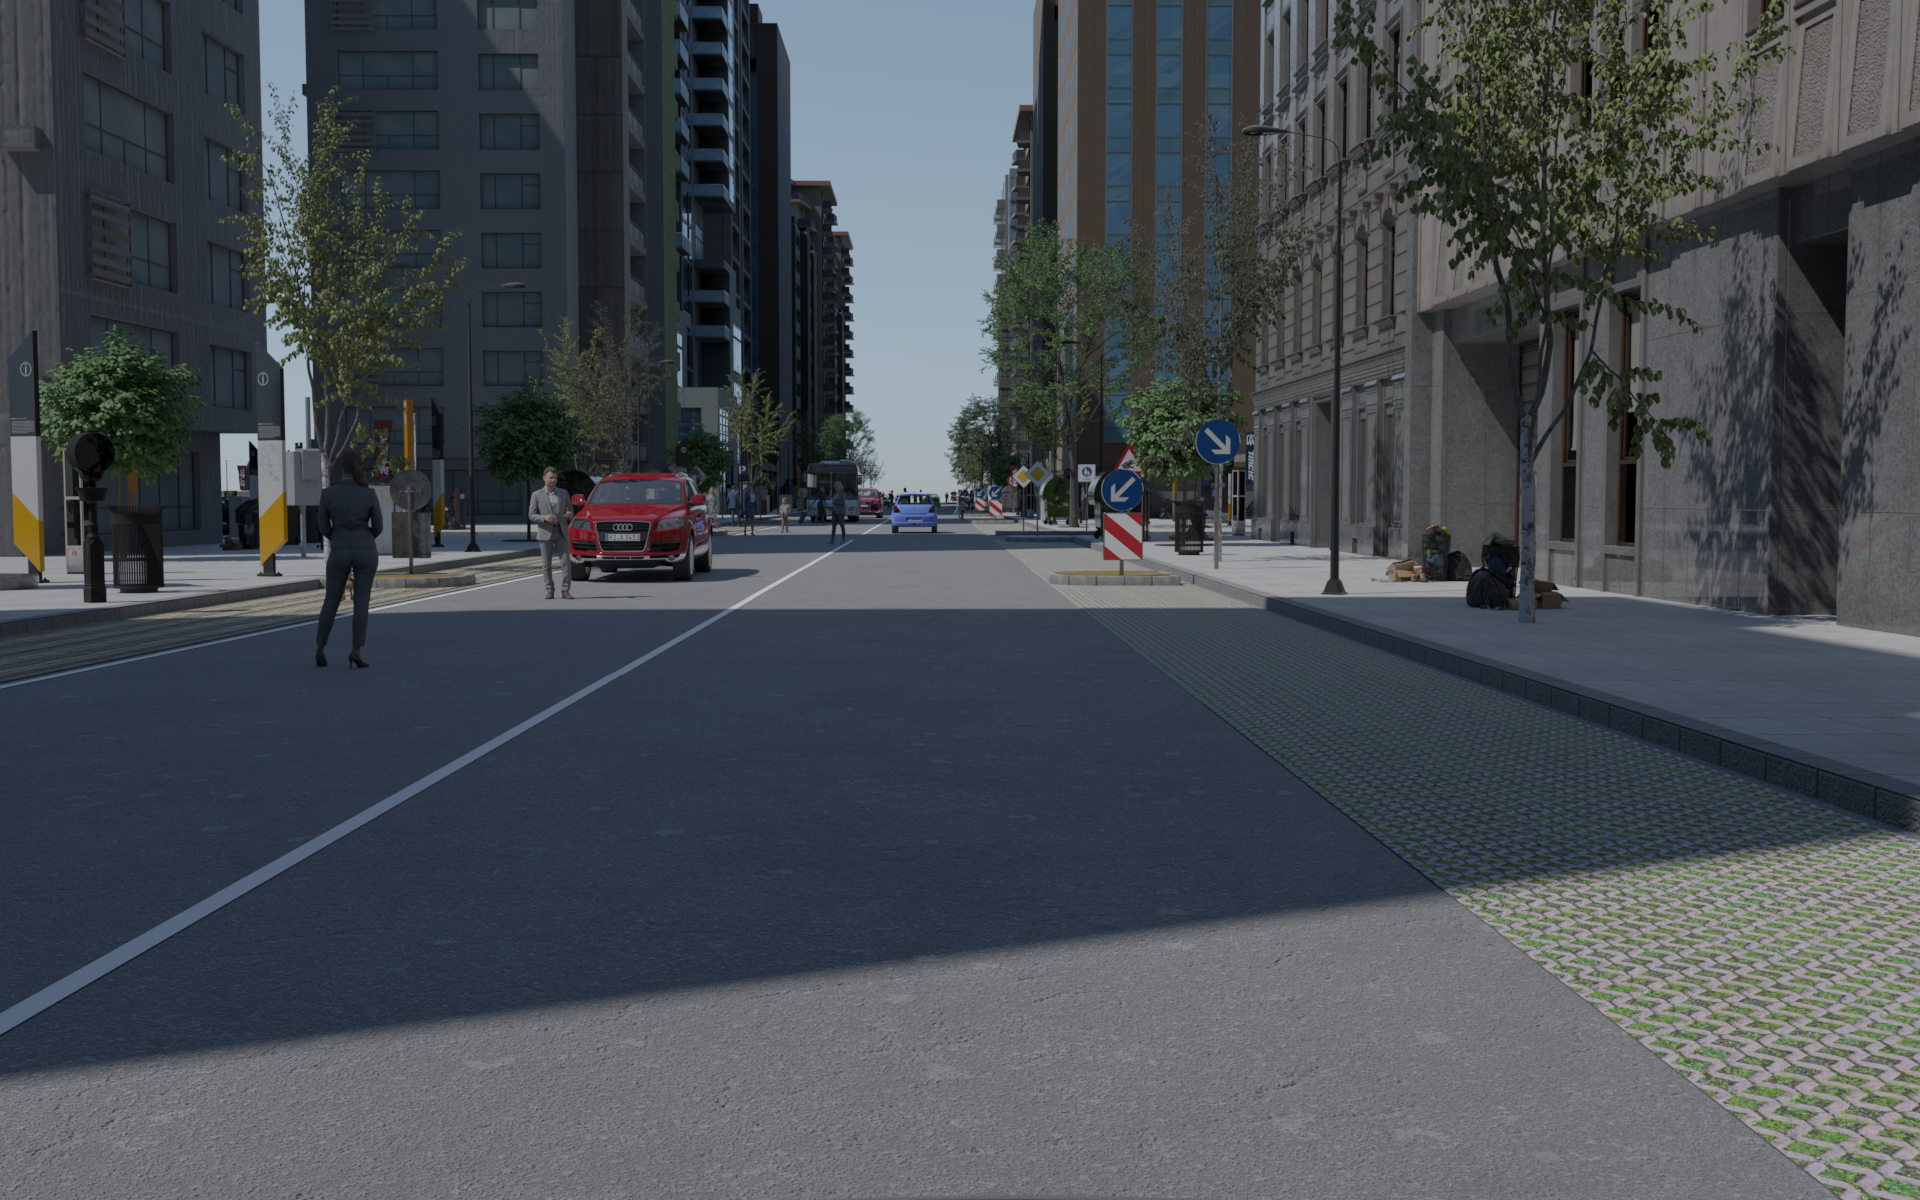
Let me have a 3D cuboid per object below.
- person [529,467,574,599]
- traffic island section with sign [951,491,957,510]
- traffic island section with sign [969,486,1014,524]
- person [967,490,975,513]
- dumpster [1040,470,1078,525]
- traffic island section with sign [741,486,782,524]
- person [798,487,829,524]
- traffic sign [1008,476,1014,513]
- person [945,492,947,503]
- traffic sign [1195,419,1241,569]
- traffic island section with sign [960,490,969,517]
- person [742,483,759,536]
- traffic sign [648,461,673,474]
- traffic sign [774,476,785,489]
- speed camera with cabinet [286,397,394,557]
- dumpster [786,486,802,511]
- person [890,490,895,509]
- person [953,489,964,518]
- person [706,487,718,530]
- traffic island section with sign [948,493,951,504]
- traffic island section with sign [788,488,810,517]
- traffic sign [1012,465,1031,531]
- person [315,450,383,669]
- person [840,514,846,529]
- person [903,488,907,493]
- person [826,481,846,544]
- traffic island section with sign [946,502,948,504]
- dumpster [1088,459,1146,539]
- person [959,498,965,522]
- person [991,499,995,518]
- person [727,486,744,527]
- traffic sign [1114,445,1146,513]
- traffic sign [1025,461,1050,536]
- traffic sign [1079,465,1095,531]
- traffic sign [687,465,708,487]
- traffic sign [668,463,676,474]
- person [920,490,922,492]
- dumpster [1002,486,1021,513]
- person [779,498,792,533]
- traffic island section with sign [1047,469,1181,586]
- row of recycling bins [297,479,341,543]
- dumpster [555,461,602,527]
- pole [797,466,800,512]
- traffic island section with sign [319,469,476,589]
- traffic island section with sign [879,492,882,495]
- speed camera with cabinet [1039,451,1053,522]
[{"bbox_3d":[-5.525,-0.910,23.573,0.606,1.804,0.583,-2,4,-30],"label":"person"},{"bbox_3d":[0.391,-9.266,160.127,1.989,1.847,2.006,0,4,-1],"label":"traffic island section with sign"},{"bbox_3d":[1.571,-4.543,82.904,1.989,1.847,2.006,0,4,-1],"label":"traffic island section with sign"},{"bbox_3d":[0.764,-7.230,127.296,0.593,1.750,0.643,-1,4,-22],"label":"person"},{"bbox_3d":[4.106,-4.234,71.715,1.502,2.255,1.985,0,4,-1],"label":"dumpster"},{"bbox_3d":[-9.551,-4.562,83.219,1.989,1.847,2.006,0,4,-1],"label":"traffic island section with sign"},{"bbox_3d":[-7.110,-4.615,84.171,1.509,1.804,0.699,-1,4,-13],"label":"person"},{"bbox_3d":[3.535,-7.014,114.785,0.768,2.556,0.104,0,4,0],"label":"traffic sign"},{"bbox_3d":[-2.187,-16.695,282.288,0.721,1.723,1.217,2,4,25],"label":"person"},{"bbox_3d":[4.386,-1.800,29.542,0.768,2.556,0.104,0,4,0],"label":"traffic sign"},{"bbox_3d":[1.146,-6.220,110.330,1.989,1.847,2.006,0,4,-1],"label":"traffic island section with sign"},{"bbox_3d":[-7.231,-3.125,59.620,0.581,1.822,0.654,-1,4,-23],"label":"person"},{"bbox_3d":[-9.053,-2.974,52.271,0.795,2.450,0.064,0,4,-1],"label":"traffic sign"},{"bbox_3d":[-12.503,-7.326,119.893,0.768,2.556,0.104,0,4,2],"label":"traffic sign"},{"bbox_3d":[-12.865,-2.545,35.941,2.038,3.252,0.660,-3,4,-38],"label":"speed camera with cabinet"},{"bbox_3d":[-12.344,-7.533,128.914,1.264,1.857,1.865,0,4,-1],"label":"dumpster"},{"bbox_3d":[-6.430,-9.559,164.789,0.705,1.824,1.348,-1,4,-14],"label":"person"},{"bbox_3d":[-0.097,-5.712,102.727,0.643,1.720,0.563,0,4,6],"label":"person"},{"bbox_3d":[-9.307,-3.399,65.071,0.512,1.701,0.522,0,4,-1],"label":"person"},{"bbox_3d":[-0.021,-10.939,187.477,1.989,1.847,2.006,0,4,-1],"label":"traffic island section with sign"},{"bbox_3d":[-9.973,-6.211,110.171,1.989,1.847,2.006,0,4,-1],"label":"traffic island section with sign"},{"bbox_3d":[2.219,-3.472,60.408,0.795,2.450,0.064,0,4,-1],"label":"traffic sign"},{"bbox_3d":[-5.058,-0.339,14.320,0.520,1.790,0.573,-2,4,-29],"label":"person"},{"bbox_3d":[-4.800,-3.564,71.016,0.306,1.304,0.590,1,4,16],"label":"person"},{"bbox_3d":[-3.043,-5.451,97.811,0.721,1.800,0.419,-1,4,-13],"label":"person"},{"bbox_3d":[-3.518,-2.514,49.780,0.526,1.800,0.537,-3,4,-36],"label":"person"},{"bbox_3d":[-0.856,-14.304,242.494,1.989,1.847,2.006,0,4,-1],"label":"traffic island section with sign"},{"bbox_3d":[4.453,-2.847,49.043,1.502,2.255,1.985,0,4,-1],"label":"dumpster"},{"bbox_3d":[0.108,-4.593,88.273,0.352,1.250,0.332,1,4,21],"label":"person"},{"bbox_3d":[1.987,-5.595,104.643,0.373,1.253,0.362,-2,4,-35],"label":"person"},{"bbox_3d":[-9.735,-4.055,74.982,0.721,1.800,0.419,1,4,17],"label":"person"},{"bbox_3d":[4.433,-2.781,45.479,0.884,2.594,0.081,0,4,4],"label":"traffic sign"},{"bbox_3d":[2.341,-2.984,52.424,0.795,2.450,0.064,0,4,-1],"label":"traffic sign"},{"bbox_3d":[4.430,-3.573,60.552,0.606,2.300,0.079,0,4,0],"label":"traffic sign"},{"bbox_3d":[-9.174,-3.463,60.255,0.795,2.450,0.064,0,4,-1],"label":"traffic sign"},{"bbox_3d":[-11.741,-4.370,71.558,0.768,2.556,0.104,0,4,8],"label":"traffic sign"},{"bbox_3d":[-3.472,-9.056,156.437,0.599,1.838,0.709,0,4,1],"label":"person"},{"bbox_3d":[3.473,-6.813,117.158,1.264,1.857,1.865,0,4,-1],"label":"dumpster"},{"bbox_3d":[-6.434,-3.123,63.836,0.475,1.303,0.640,0,4,3],"label":"person"},{"bbox_3d":[2.418,-1.172,27.794,1.989,1.847,2.006,0,4,-1],"label":"traffic island section with sign"},{"bbox_3d":[-16.936,-2.423,46.727,1.069,1.692,3.534,1,4,13],"label":"row of recycling bins"},{"bbox_3d":[-11.141,-2.937,50.509,1.502,2.255,1.985,0,4,-1],"label":"dumpster"},{"bbox_3d":[-11.808,-8.123,126.659,0.158,3.312,0.155,0,3,0],"label":"pole"},{"bbox_3d":[-8.693,-1.126,27.044,1.989,1.847,2.006,0,4,-1],"label":"traffic island section with sign"},{"bbox_3d":[-12.398,-15.977,269.854,1.989,1.847,2.006,0,4,-1],"label":"traffic island section with sign"},{"bbox_3d":[4.007,-5.244,80.071,0.660,3.252,2.038,0,4,4],"label":"speed camera with cabinet"}]
